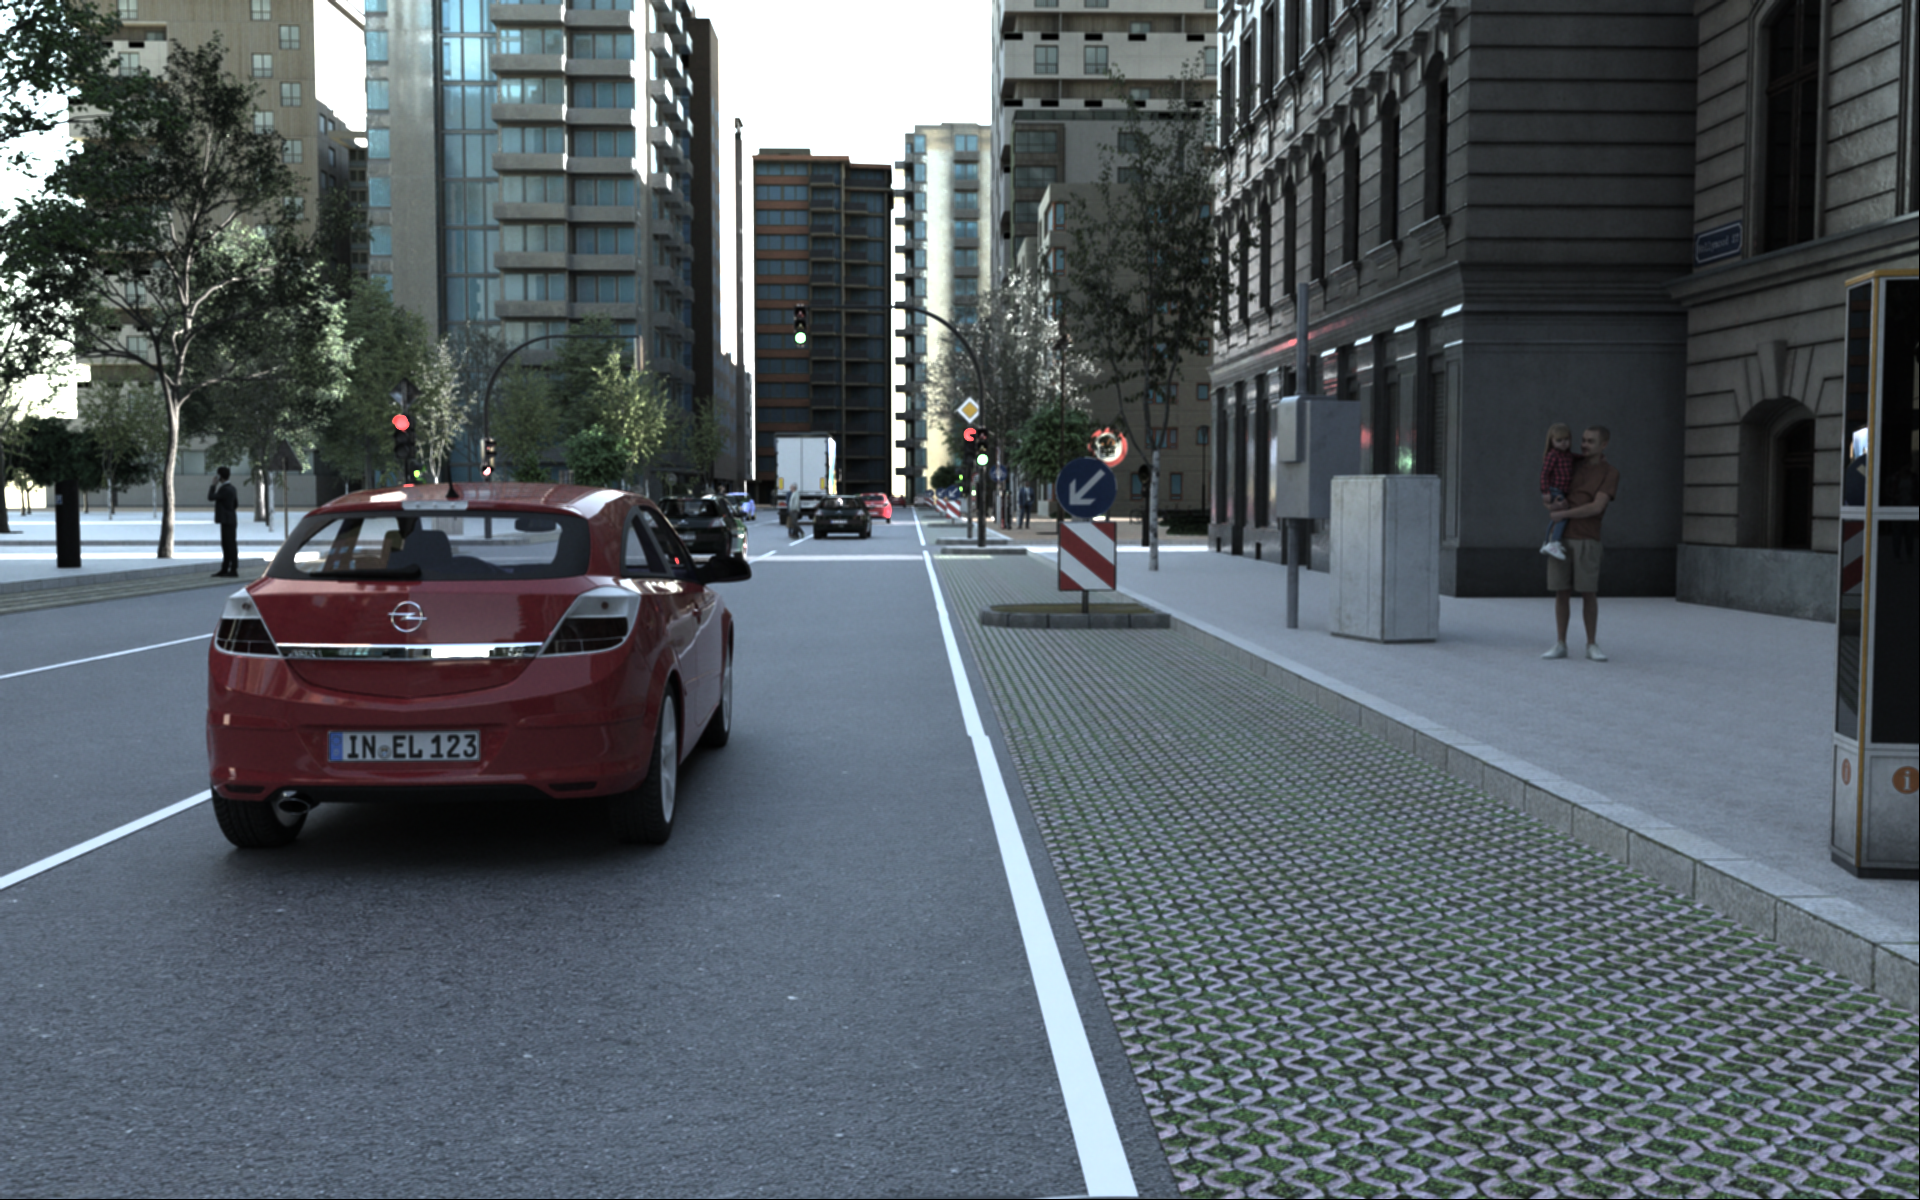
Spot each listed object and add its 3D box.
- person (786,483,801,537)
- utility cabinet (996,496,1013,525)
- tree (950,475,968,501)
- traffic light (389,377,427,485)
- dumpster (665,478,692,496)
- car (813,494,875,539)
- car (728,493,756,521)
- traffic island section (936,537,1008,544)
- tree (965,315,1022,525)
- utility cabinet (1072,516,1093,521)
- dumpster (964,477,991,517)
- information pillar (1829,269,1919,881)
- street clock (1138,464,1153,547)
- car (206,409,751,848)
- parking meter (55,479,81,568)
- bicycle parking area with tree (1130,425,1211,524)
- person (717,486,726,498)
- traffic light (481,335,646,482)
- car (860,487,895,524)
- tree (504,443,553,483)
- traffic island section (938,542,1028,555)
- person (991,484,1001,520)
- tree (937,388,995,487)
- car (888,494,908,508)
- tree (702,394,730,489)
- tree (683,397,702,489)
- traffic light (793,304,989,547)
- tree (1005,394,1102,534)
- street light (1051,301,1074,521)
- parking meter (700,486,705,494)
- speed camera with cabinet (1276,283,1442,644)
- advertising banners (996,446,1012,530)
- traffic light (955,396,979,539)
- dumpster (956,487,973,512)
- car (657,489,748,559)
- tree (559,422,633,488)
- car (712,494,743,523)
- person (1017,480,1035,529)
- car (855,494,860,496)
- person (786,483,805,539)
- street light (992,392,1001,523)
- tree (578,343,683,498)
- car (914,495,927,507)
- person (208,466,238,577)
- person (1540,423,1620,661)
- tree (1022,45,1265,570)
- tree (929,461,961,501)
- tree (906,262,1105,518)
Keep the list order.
[{"bbox_3d":[-5.576,-3.010,57.902,0.419,1.800,0.721,2,4,33],"label":"person"},{"bbox_3d":[1.866,-3.788,73.097,0.306,1.237,1.020,-2,4,-25],"label":"utility cabinet"},{"bbox_3d":[0.184,-9.367,147.751,1.663,3.219,1.824,0,3,0],"label":"tree"},{"bbox_3d":[-13.254,-3.215,41.490,0.839,4.253,0.868,0,4,-2],"label":"traffic light"},{"bbox_3d":[-17.306,-6.356,106.414,1.502,2.255,1.985,0,4,-2],"label":"dumpster"},{"bbox_3d":[-3.822,-2.863,56.601,2.009,1.686,4.222,0,4,0],"label":"car"},{"bbox_3d":[-12.093,-5.159,93.936,1.945,1.707,3.694,0,4,0],"label":"car"},{"bbox_3d":[0.306,-1.696,50.006,2.009,0.180,2.903,0,4,-2],"label":"traffic island section"},{"bbox_3d":[2.329,-7.362,70.737,4.360,8.622,3.978,0,3,0],"label":"tree"},{"bbox_3d":[2.670,-1.795,38.030,0.318,1.500,1.173,0,4,-5],"label":"utility cabinet"},{"bbox_3d":[0.984,-5.907,99.072,1.502,2.255,1.985,0,4,-2],"label":"dumpster"},{"bbox_3d":[3.161,-0.082,5.834,0.304,2.012,0.304,1,4,10],"label":"information pillar"},{"bbox_3d":[4.577,-2.308,42.312,0.358,2.002,0.471,-2,4,-30],"label":"street clock"},{"bbox_3d":[-2.145,0.031,8.535,2.155,1.783,4.494,0,4,-3],"label":"car"},{"bbox_3d":[-15.577,-1.335,30.239,0.372,1.533,0.369,0,3,0],"label":"parking meter"},{"bbox_3d":[11.704,-5.360,74.638,8.231,4.147,9.016,-3,4,-38],"label":"bicycle parking area with tree"},{"bbox_3d":[-9.596,-3.689,69.245,0.534,1.772,0.576,0,4,3],"label":"person"},{"bbox_3d":[-11.400,-4.581,49.568,4.771,5.953,1.251,0,4,-2],"label":"traffic light"},{"bbox_3d":[-4.306,-4.686,85.649,2.155,1.783,4.494,0,4,-2],"label":"car"},{"bbox_3d":[-16.013,-4.307,65.013,1.663,3.219,1.824,0,3,0],"label":"tree"},{"bbox_3d":[0.541,-1.208,42.024,2.009,0.180,2.903,0,4,-2],"label":"traffic island section"},{"bbox_3d":[1.801,-4.850,85.519,0.728,1.800,0.709,-2,4,-35],"label":"person"},{"bbox_3d":[0.526,-10.018,114.151,4.737,8.622,4.395,0,3,0],"label":"tree"},{"bbox_3d":[-6.615,-10.650,183.162,2.155,1.783,4.494,0,4,-1],"label":"car"},{"bbox_3d":[-18.517,-10.738,125.921,4.737,8.622,4.395,0,3,0],"label":"tree"},{"bbox_3d":[-17.364,-8.947,96.642,4.737,8.622,4.395,0,3,0],"label":"tree"},{"bbox_3d":[-1.588,-4.100,41.706,4.771,5.953,1.251,0,4,-2],"label":"traffic light"},{"bbox_3d":[3.230,-4.399,55.631,4.285,4.588,4.351,0,3,0],"label":"tree"},{"bbox_3d":[2.459,-4.209,41.602,0.468,5.910,1.993,0,4,-2],"label":"street light"},{"bbox_3d":[-17.542,-6.880,118.192,0.255,1.863,0.399,1,4,11],"label":"parking meter"},{"bbox_3d":[3.593,-1.309,15.738,0.660,3.252,2.038,-1,4,-17],"label":"speed camera with cabinet"},{"bbox_3d":[1.581,-4.086,62.988,0.090,3.025,2.074,-1,4,-13],"label":"advertising banners"},{"bbox_3d":[0.266,-3.729,49.890,0.839,4.253,0.868,0,4,-2],"label":"traffic light"},{"bbox_3d":[0.329,-6.943,119.281,1.264,1.857,1.865,0,4,-2],"label":"dumpster"},{"bbox_3d":[-5.609,-1.670,37.091,2.009,1.686,4.222,0,4,0],"label":"car"},{"bbox_3d":[-16.473,-5.793,78.426,4.285,4.588,4.351,0,3,0],"label":"tree"},{"bbox_3d":[-10.633,-4.125,77.234,2.009,1.686,4.222,0,4,-3],"label":"car"},{"bbox_3d":[2.435,-3.552,64.307,0.721,1.800,0.419,-1,4,-13],"label":"person"},{"bbox_3d":[-11.238,-11.470,196.330,1.959,1.807,4.718,0,4,-3],"label":"car"},{"bbox_3d":[-5.213,-2.809,54.906,0.515,1.767,0.782,-1,4,-16],"label":"person"},{"bbox_3d":[1.579,-6.340,76.449,0.468,5.910,1.993,0,4,-2],"label":"street light"},{"bbox_3d":[-16.372,-8.252,85.284,4.737,8.622,4.395,0,3,0],"label":"tree"},{"bbox_3d":[-4.221,-11.207,195.602,2.083,1.381,4.827,0,3,0],"label":"car"},{"bbox_3d":[-12.637,-1.335,29.697,0.474,1.900,0.648,-1,4,-21],"label":"person"},{"bbox_3d":[4.747,-0.454,13.435,0.580,1.828,0.573,0,4,-6],"label":"person"},{"bbox_3d":[3.236,-4.820,29.162,4.360,8.622,3.978,0,3,0],"label":"tree"},{"bbox_3d":[-1.160,-11.380,169.780,4.285,4.588,4.351,0,3,0],"label":"tree"},{"bbox_3d":[2.349,-11.040,90.880,12.009,13.543,11.850,0,3,0],"label":"tree"}]
